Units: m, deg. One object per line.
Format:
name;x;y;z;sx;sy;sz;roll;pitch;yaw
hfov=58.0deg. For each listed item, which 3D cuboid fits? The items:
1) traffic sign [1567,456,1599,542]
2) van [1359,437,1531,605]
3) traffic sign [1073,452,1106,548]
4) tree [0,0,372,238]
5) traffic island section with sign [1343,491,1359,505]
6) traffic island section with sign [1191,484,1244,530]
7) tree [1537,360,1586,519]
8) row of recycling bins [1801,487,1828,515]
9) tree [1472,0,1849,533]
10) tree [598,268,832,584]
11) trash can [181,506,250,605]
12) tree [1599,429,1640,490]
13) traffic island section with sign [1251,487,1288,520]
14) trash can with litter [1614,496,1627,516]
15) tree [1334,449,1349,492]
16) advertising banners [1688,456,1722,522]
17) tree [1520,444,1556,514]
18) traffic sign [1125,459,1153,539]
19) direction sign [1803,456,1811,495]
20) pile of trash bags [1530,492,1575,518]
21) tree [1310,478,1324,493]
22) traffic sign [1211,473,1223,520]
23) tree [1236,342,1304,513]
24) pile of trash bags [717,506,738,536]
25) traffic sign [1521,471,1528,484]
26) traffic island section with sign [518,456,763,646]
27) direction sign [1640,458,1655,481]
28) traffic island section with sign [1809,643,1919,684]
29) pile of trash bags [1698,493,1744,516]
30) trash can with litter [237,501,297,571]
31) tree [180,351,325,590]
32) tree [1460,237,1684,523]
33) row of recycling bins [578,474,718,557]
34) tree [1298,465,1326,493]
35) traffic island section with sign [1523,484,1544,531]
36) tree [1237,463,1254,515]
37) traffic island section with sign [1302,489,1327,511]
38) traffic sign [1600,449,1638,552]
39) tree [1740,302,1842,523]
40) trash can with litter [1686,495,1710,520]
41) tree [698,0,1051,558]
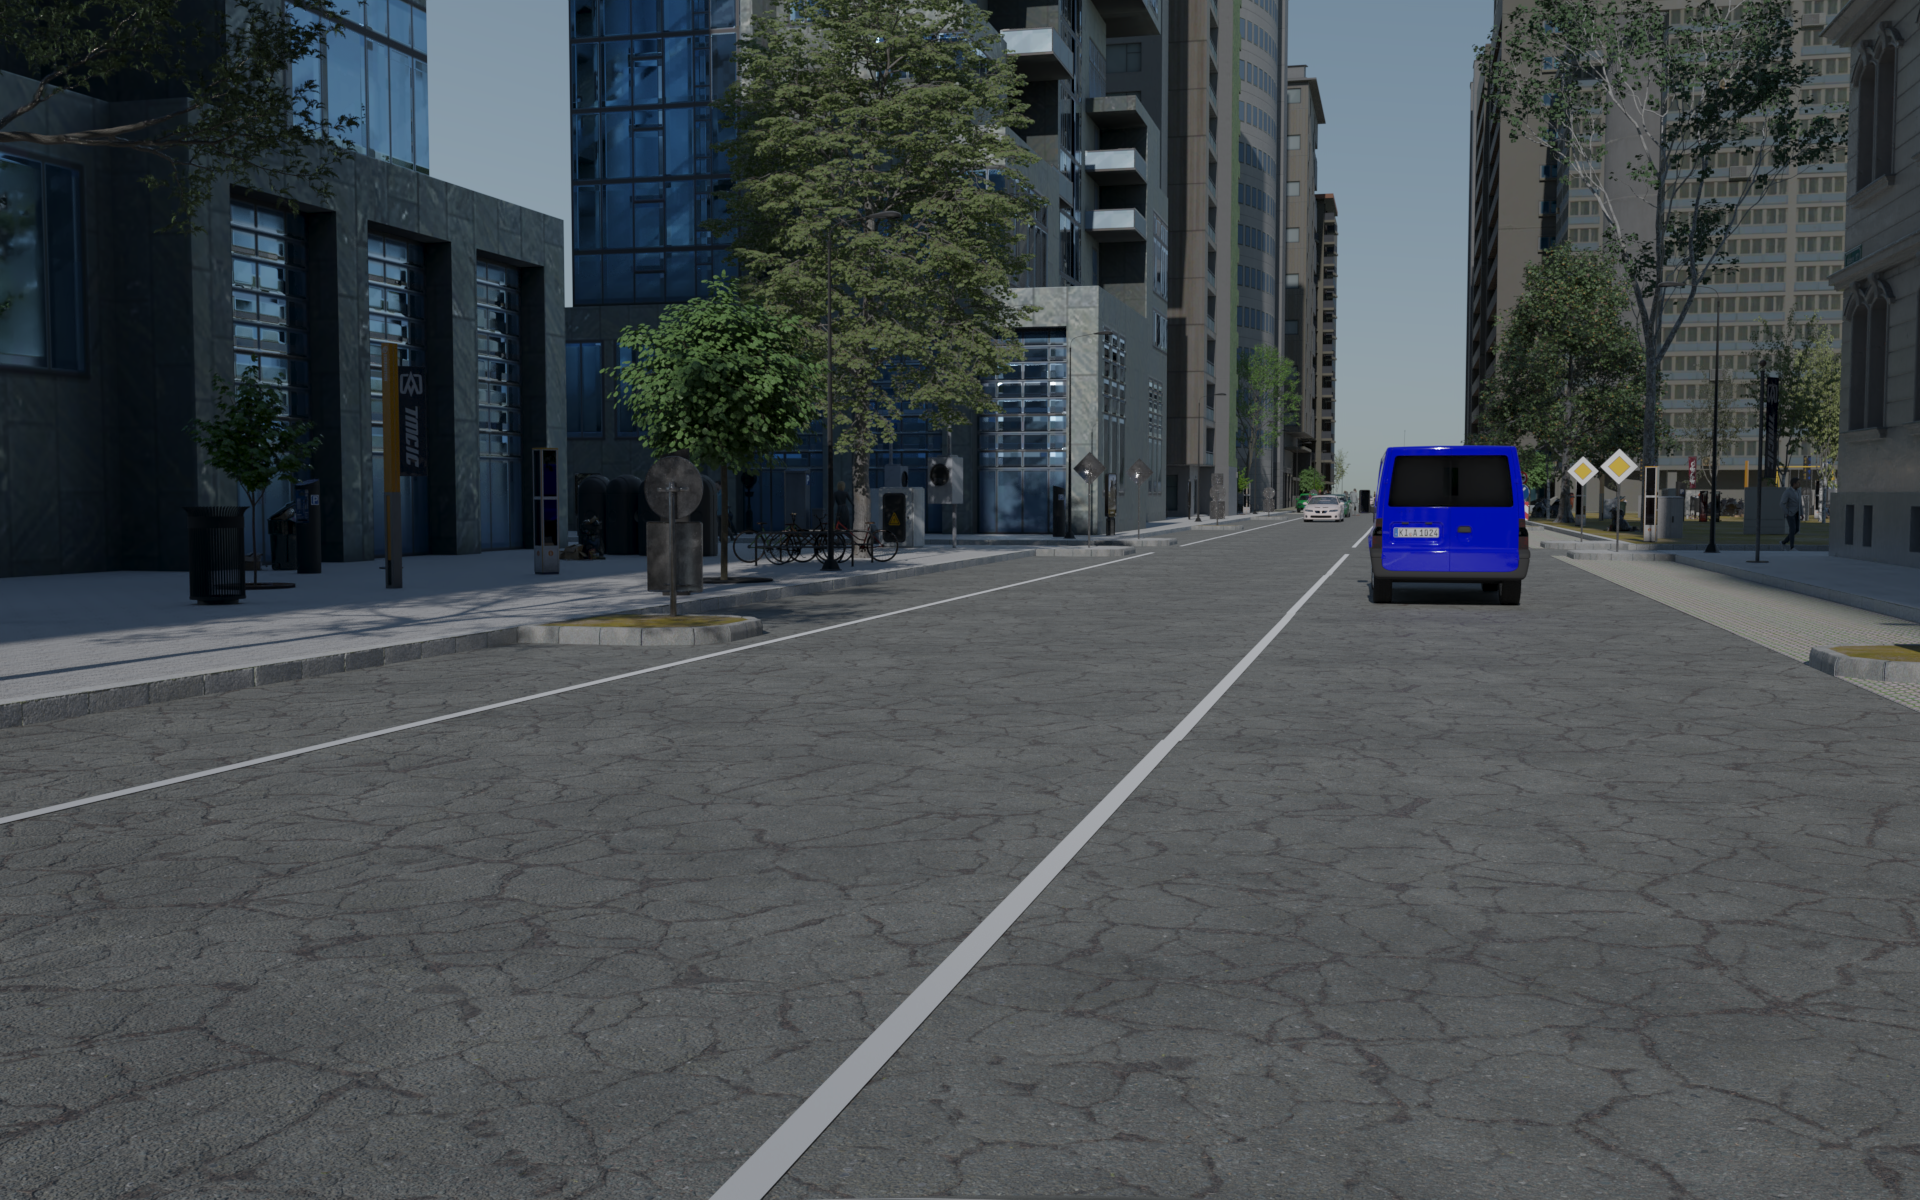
traffic sign;16.532;-2.592;46.018;0.795;2.450;0.064;1;4;14
van;6.704;-1.208;24.133;2.240;2.365;5.245;1;4;13
traffic sign;3.079;-2.299;41.234;0.795;2.450;0.064;1;4;14
tree;-6.676;-4.645;10.352;7.601;10.594;8.767;-1;4;-11
traffic island section with sign;57.109;-14.888;252.054;1.989;1.847;2.006;1;4;14
traffic island section with sign;10.458;-3.763;70.159;1.989;1.847;2.006;1;4;14
tree;30.306;-8.440;88.357;4.737;8.622;4.395;0;3;0
row of recycling bins;52.406;-5.943;104.288;3.534;1.692;1.069;2;4;28
tree;23.960;-12.233;55.903;12.611;20.169;13.585;0;3;0
tree;-3.549;-2.544;25.304;4.285;4.588;4.351;0;3;0
trash can;-8.660;-0.522;20.184;0.748;1.137;0.748;0;3;0
tree;42.577;-9.844;111.318;4.360;8.622;3.978;0;3;0
traffic island section with sign;17.384;-5.415;97.167;1.989;1.847;2.006;1;4;14
trash can with litter;40.192;-5.795;106.138;1.055;1.170;0.624;-2;4;-30
tree;60.249;-19.973;276.922;4.737;8.622;4.395;0;3;0
advertising banners;34.175;-5.096;79.509;0.090;3.025;2.074;-1;4;-21
tree;36.809;-7.856;112.166;4.285;4.588;4.351;0;3;0
traffic sign;5.063;-2.772;48.970;0.795;2.450;0.064;1;4;14
direction sign;49.856;-6.729;102.017;0.876;3.537;0.379;-3;5;-39
pile of trash bags;32.487;-5.161;94.136;1.912;1.369;3.447;3;5;43
tree;39.298;-12.064;191.843;1.663;3.219;1.824;0;3;0
traffic sign;12.746;-5.119;85.828;0.606;2.300;0.079;2;4;24
tree;19.610;-11.728;117.503;9.928;11.665;9.643;0;3;0
pile of trash bags;-8.497;-2.672;53.447;3.447;1.369;1.912;2;4;34
traffic sign;31.208;-5.892;96.434;0.768;2.556;0.104;1;4;17
traffic island section with sign;-3.079;-0.535;17.374;1.989;1.847;2.006;1;4;14
direction sign;41.907;-6.949;105.620;0.876;3.537;0.379;2;4;31
traffic island section with sign;7.931;-0.311;13.718;1.989;1.847;2.006;1;4;14
pile of trash bags;43.931;-5.530;100.175;3.447;1.369;1.912;-2;4;-29
trash can with litter;-11.589;-1.082;29.080;1.055;1.170;0.624;-1;4;-18
tree;-9.488;-1.772;23.578;1.663;3.219;1.824;0;3;0
tree;27.280;-9.811;77.420;9.611;12.733;9.660;0;3;0
row of recycling bins;-6.602;-1.792;36.404;3.534;1.692;1.069;2;4;29
tree;39.557;-12.972;195.802;4.285;4.588;4.351;0;3;0
traffic island section with sign;21.900;-3.644;68.204;1.989;1.847;2.006;1;4;14
tree;17.071;-6.876;107.025;1.663;3.219;1.824;0;3;0
traffic island section with sign;29.703;-8.353;145.207;1.989;1.847;2.006;1;4;14
traffic sign;14.548;-2.119;38.283;0.795;2.450;0.064;1;4;14
tree;32.345;-7.167;67.542;4.737;8.622;4.395;0;3;0
trash can with litter;40.912;-5.283;97.433;2.233;1.210;1.678;-2;4;-31
tree;-1.750;-7.134;34.769;7.486;12.596;7.792;0;3;0
